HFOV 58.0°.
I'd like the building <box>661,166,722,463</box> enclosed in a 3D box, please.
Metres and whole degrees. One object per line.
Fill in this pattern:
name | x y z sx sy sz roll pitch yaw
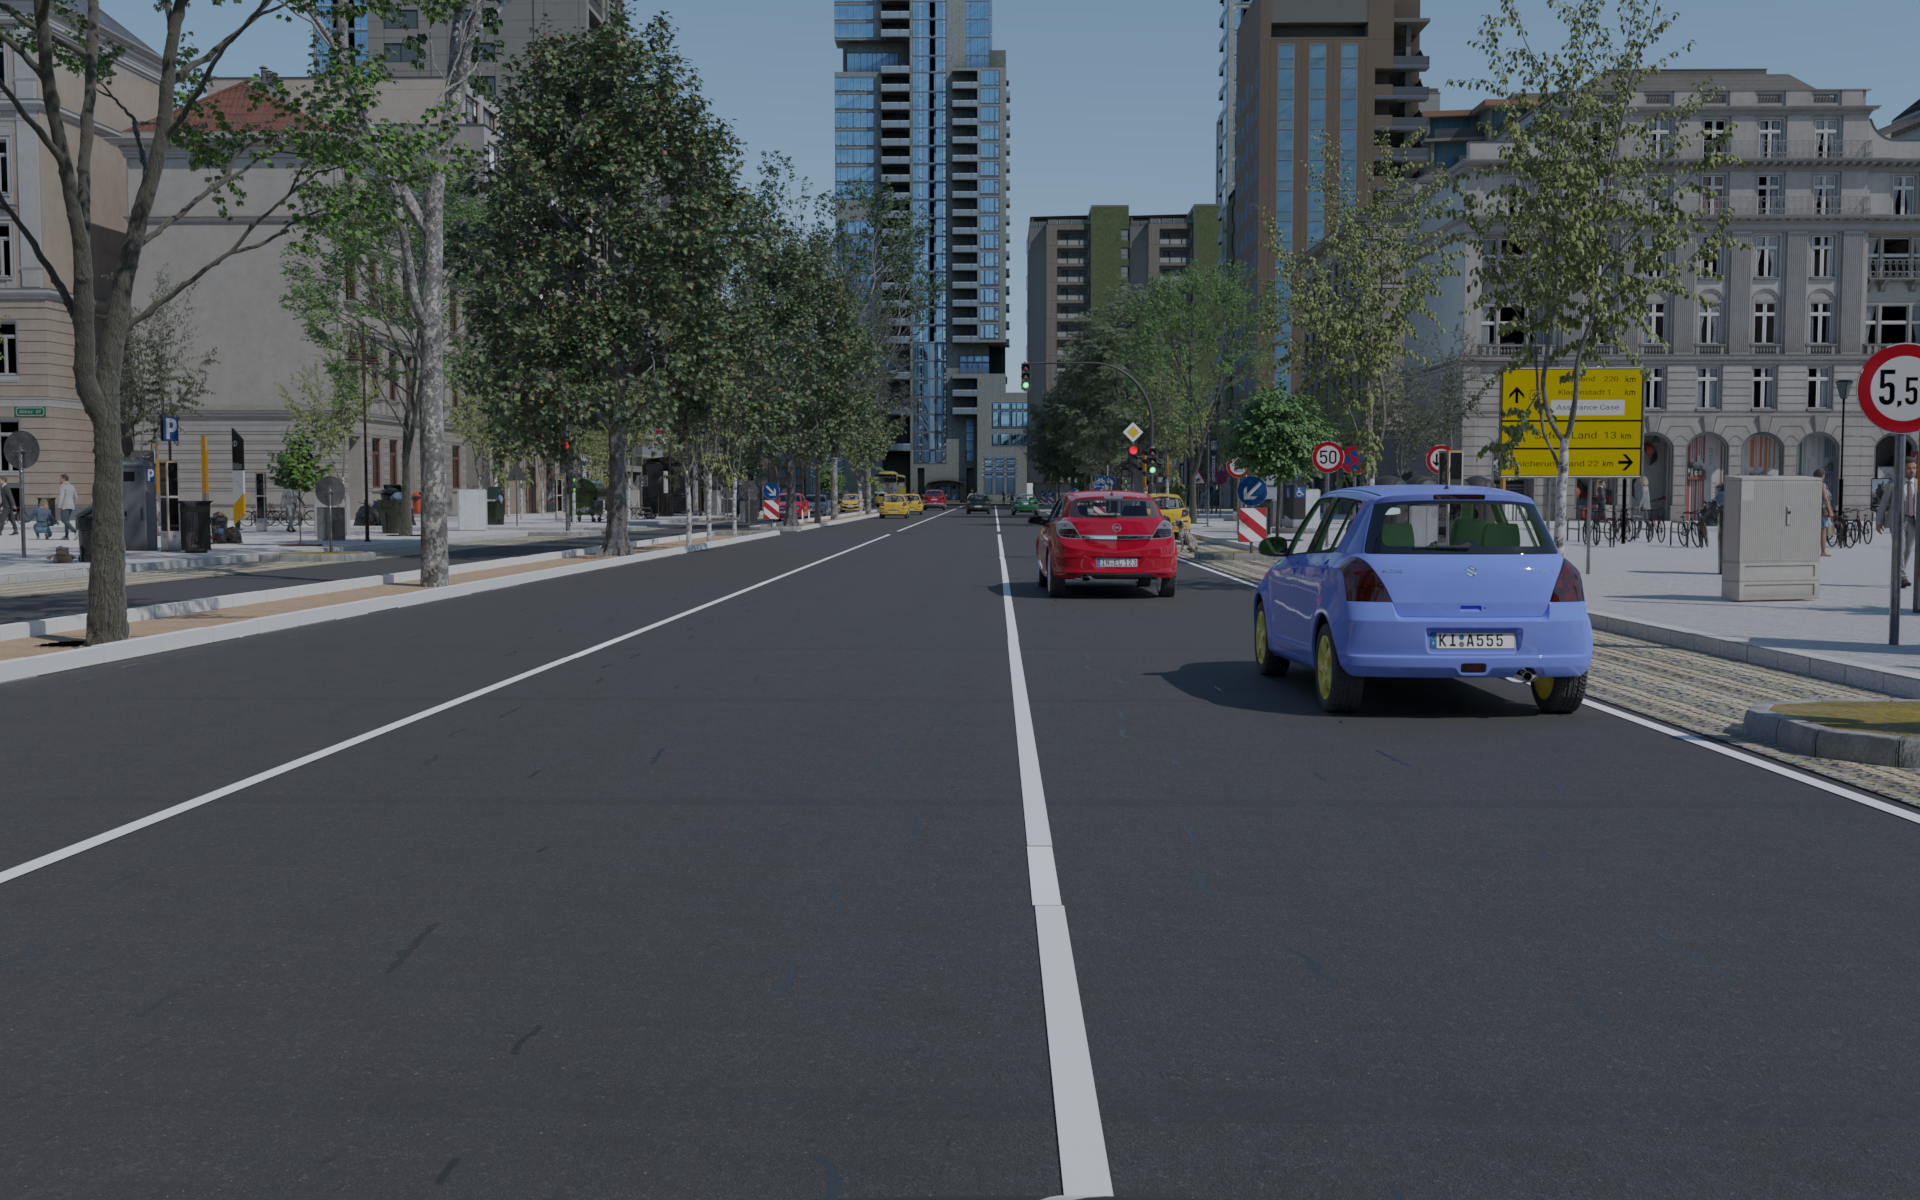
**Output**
building | -34.817 -31.488 198.429 14.086 41.232 14.154 0 4 1

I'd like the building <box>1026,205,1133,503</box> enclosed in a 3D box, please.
building | 16.561 -34.456 246.947 14.086 41.232 14.154 0 4 1

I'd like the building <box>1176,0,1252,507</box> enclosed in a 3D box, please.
building | 36.395 -53.452 186.606 22.319 86.520 31.000 0 4 1

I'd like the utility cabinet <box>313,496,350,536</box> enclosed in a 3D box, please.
utility cabinet | -19.225 -2.561 53.040 1.020 1.237 0.306 0 4 4

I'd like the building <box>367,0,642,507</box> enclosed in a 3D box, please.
building | -38.486 -43.723 153.119 20.563 71.187 20.611 0 4 1

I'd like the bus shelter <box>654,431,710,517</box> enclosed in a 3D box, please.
bus shelter | -16.381 -7.611 102.069 2.179 5.291 8.768 0 4 1

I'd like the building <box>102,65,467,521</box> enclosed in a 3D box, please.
building | -34.540 -15.688 92.649 11.583 22.565 21.152 0 4 1

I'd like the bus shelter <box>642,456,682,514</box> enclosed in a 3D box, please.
bus shelter | -18.829 -7.296 110.579 1.731 3.624 6.357 0 4 1

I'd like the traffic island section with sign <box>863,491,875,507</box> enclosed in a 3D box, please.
traffic island section with sign | -10.634 -11.515 196.892 1.989 1.847 2.006 0 4 1

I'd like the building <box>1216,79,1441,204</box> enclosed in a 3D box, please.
building | 51.855 -43.250 249.141 28.212 58.520 21.231 0 4 1

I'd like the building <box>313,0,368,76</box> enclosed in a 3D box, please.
building | -57.454 -53.807 192.418 31.000 86.520 22.319 0 4 1

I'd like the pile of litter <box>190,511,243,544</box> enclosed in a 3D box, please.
pile of litter | -19.278 -1.875 44.622 1.719 0.858 1.176 -3 5 -43

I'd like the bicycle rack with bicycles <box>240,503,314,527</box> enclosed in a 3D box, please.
bicycle rack with bicycles | -27.315 -3.441 69.637 2.925 0.926 2.852 -1 4 -16

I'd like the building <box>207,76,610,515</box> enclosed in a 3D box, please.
building | -37.538 -19.331 120.584 19.350 26.468 34.151 0 4 1

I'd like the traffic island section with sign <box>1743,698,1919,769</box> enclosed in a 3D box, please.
traffic island section with sign | 5.629 -0.070 9.772 1.989 1.847 2.006 0 4 1

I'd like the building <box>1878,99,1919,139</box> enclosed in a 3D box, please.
building | 57.328 -15.669 85.067 19.941 23.489 11.050 0 4 1

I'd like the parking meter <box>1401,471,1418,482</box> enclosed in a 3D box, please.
parking meter | 11.353 -2.328 43.774 0.255 1.863 0.399 -2 4 -33

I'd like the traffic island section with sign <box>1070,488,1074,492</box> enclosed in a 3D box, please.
traffic island section with sign | 7.779 -6.783 119.524 1.989 1.847 2.006 0 4 1

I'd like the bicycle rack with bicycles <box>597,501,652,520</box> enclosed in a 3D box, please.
bicycle rack with bicycles | -16.526 -4.434 85.883 2.925 0.926 2.852 -1 4 -20

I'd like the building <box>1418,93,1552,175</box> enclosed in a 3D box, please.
building | 63.985 -32.874 192.115 28.867 44.769 22.147 0 4 1

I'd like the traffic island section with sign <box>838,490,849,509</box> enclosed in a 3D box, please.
traffic island section with sign | -11.164 -9.860 169.841 1.989 1.847 2.006 0 4 1

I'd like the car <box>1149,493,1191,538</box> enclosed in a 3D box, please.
car | 6.327 -2.749 55.171 2.015 1.641 3.980 0 4 1

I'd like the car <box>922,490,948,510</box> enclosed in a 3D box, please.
car | -2.250 -8.865 153.616 2.281 1.827 5.304 0 4 0

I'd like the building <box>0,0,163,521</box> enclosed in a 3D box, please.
building | -52.620 -18.459 87.708 20.117 28.700 13.634 0 4 1

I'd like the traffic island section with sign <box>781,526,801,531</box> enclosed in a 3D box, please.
traffic island section with sign | -7.285 -3.640 67.642 2.006 1.907 1.989 0 4 1

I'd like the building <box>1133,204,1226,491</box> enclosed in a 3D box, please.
building | 30.630 -34.397 245.986 14.086 41.232 14.154 0 4 1

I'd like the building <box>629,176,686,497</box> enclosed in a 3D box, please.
building | -43.730 -29.649 176.636 32.217 40.220 23.993 0 4 1

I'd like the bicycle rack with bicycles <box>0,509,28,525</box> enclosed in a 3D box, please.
bicycle rack with bicycles | -40.674 -3.575 71.837 2.925 0.926 2.852 2 4 25

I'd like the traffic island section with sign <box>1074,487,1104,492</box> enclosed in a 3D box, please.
traffic island section with sign | 7.253 -5.118 92.302 1.989 1.847 2.006 0 4 1

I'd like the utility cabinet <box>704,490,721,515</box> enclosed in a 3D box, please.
utility cabinet | -14.670 -5.756 102.790 1.173 1.500 0.318 3 5 42

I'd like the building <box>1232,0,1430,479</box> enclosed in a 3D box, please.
building | 31.870 -30.649 151.219 14.600 45.320 14.200 0 4 1

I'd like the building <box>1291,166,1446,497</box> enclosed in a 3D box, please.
building | 28.812 -16.599 122.308 10.553 20.767 40.483 0 4 1

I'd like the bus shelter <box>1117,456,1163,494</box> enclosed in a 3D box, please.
bus shelter | 9.703 -6.116 93.918 2.014 3.302 5.546 0 4 1

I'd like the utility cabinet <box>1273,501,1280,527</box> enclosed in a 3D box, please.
utility cabinet | 12.571 -3.462 67.769 0.306 1.237 1.020 -2 4 -30

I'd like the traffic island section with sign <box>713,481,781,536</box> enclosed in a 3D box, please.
traffic island section with sign | -7.439 -3.187 60.237 2.006 1.907 1.989 0 4 1

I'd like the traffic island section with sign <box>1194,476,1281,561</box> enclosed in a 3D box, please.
traffic island section with sign | 6.185 -1.795 37.973 1.989 1.847 2.006 0 4 1

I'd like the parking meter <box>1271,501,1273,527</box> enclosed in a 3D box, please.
parking meter | 11.869 -3.735 66.776 0.399 1.863 0.255 -3 4 -37

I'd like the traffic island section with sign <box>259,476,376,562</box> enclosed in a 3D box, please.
traffic island section with sign | -13.750 -1.756 37.344 1.989 1.847 2.006 0 4 1

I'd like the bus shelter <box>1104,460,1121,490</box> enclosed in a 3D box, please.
bus shelter | 10.917 -7.983 121.797 1.731 3.624 6.357 0 4 1

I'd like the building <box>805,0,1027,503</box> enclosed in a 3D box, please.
building | -5.890 -57.359 250.493 31.000 86.520 22.319 0 4 1

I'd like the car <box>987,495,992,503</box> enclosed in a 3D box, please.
car | 2.981 -12.587 218.155 2.083 1.381 4.827 0 4 1

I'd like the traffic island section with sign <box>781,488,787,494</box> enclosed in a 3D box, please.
traffic island section with sign | -12.124 -6.869 120.933 1.989 1.847 2.006 0 4 1

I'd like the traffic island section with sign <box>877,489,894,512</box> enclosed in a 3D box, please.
traffic island section with sign | -5.826 -8.234 142.767 2.006 1.907 1.989 0 4 1

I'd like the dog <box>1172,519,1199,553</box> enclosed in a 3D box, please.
dog | 5.592 -1.540 42.022 0.513 0.831 0.800 -3 4 -36

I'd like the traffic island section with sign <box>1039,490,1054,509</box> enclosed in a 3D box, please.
traffic island section with sign | 8.748 -9.836 169.443 1.989 1.847 2.006 0 4 1

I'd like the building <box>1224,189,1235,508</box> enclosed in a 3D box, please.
building | 32.171 -24.109 165.883 14.160 30.474 14.107 0 4 1

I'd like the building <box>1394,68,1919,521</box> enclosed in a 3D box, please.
building | 35.363 -15.002 87.079 24.055 21.916 13.314 0 4 1

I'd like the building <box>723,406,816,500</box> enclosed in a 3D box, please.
building | -36.115 -25.071 254.941 28.899 21.520 27.650 0 4 1

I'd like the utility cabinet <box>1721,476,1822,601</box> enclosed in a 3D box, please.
utility cabinet | 9.740 -0.739 20.760 1.173 1.500 0.318 -1 4 -17

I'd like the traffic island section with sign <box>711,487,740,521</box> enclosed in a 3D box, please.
traffic island section with sign | -12.639 -5.221 93.983 1.989 1.847 2.006 0 4 1

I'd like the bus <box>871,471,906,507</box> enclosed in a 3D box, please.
bus | -7.687 -12.155 190.283 2.896 3.916 12.252 0 4 3

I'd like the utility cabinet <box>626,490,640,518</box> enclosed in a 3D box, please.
utility cabinet | -17.905 -5.186 93.475 1.173 1.500 0.318 0 4 7

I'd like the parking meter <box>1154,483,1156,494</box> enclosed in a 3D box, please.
parking meter | 9.898 -5.091 88.946 0.255 1.863 0.399 1 4 12

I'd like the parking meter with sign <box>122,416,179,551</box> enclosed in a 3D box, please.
parking meter with sign | -18.607 -2.626 39.197 1.738 3.016 0.543 1 4 10
